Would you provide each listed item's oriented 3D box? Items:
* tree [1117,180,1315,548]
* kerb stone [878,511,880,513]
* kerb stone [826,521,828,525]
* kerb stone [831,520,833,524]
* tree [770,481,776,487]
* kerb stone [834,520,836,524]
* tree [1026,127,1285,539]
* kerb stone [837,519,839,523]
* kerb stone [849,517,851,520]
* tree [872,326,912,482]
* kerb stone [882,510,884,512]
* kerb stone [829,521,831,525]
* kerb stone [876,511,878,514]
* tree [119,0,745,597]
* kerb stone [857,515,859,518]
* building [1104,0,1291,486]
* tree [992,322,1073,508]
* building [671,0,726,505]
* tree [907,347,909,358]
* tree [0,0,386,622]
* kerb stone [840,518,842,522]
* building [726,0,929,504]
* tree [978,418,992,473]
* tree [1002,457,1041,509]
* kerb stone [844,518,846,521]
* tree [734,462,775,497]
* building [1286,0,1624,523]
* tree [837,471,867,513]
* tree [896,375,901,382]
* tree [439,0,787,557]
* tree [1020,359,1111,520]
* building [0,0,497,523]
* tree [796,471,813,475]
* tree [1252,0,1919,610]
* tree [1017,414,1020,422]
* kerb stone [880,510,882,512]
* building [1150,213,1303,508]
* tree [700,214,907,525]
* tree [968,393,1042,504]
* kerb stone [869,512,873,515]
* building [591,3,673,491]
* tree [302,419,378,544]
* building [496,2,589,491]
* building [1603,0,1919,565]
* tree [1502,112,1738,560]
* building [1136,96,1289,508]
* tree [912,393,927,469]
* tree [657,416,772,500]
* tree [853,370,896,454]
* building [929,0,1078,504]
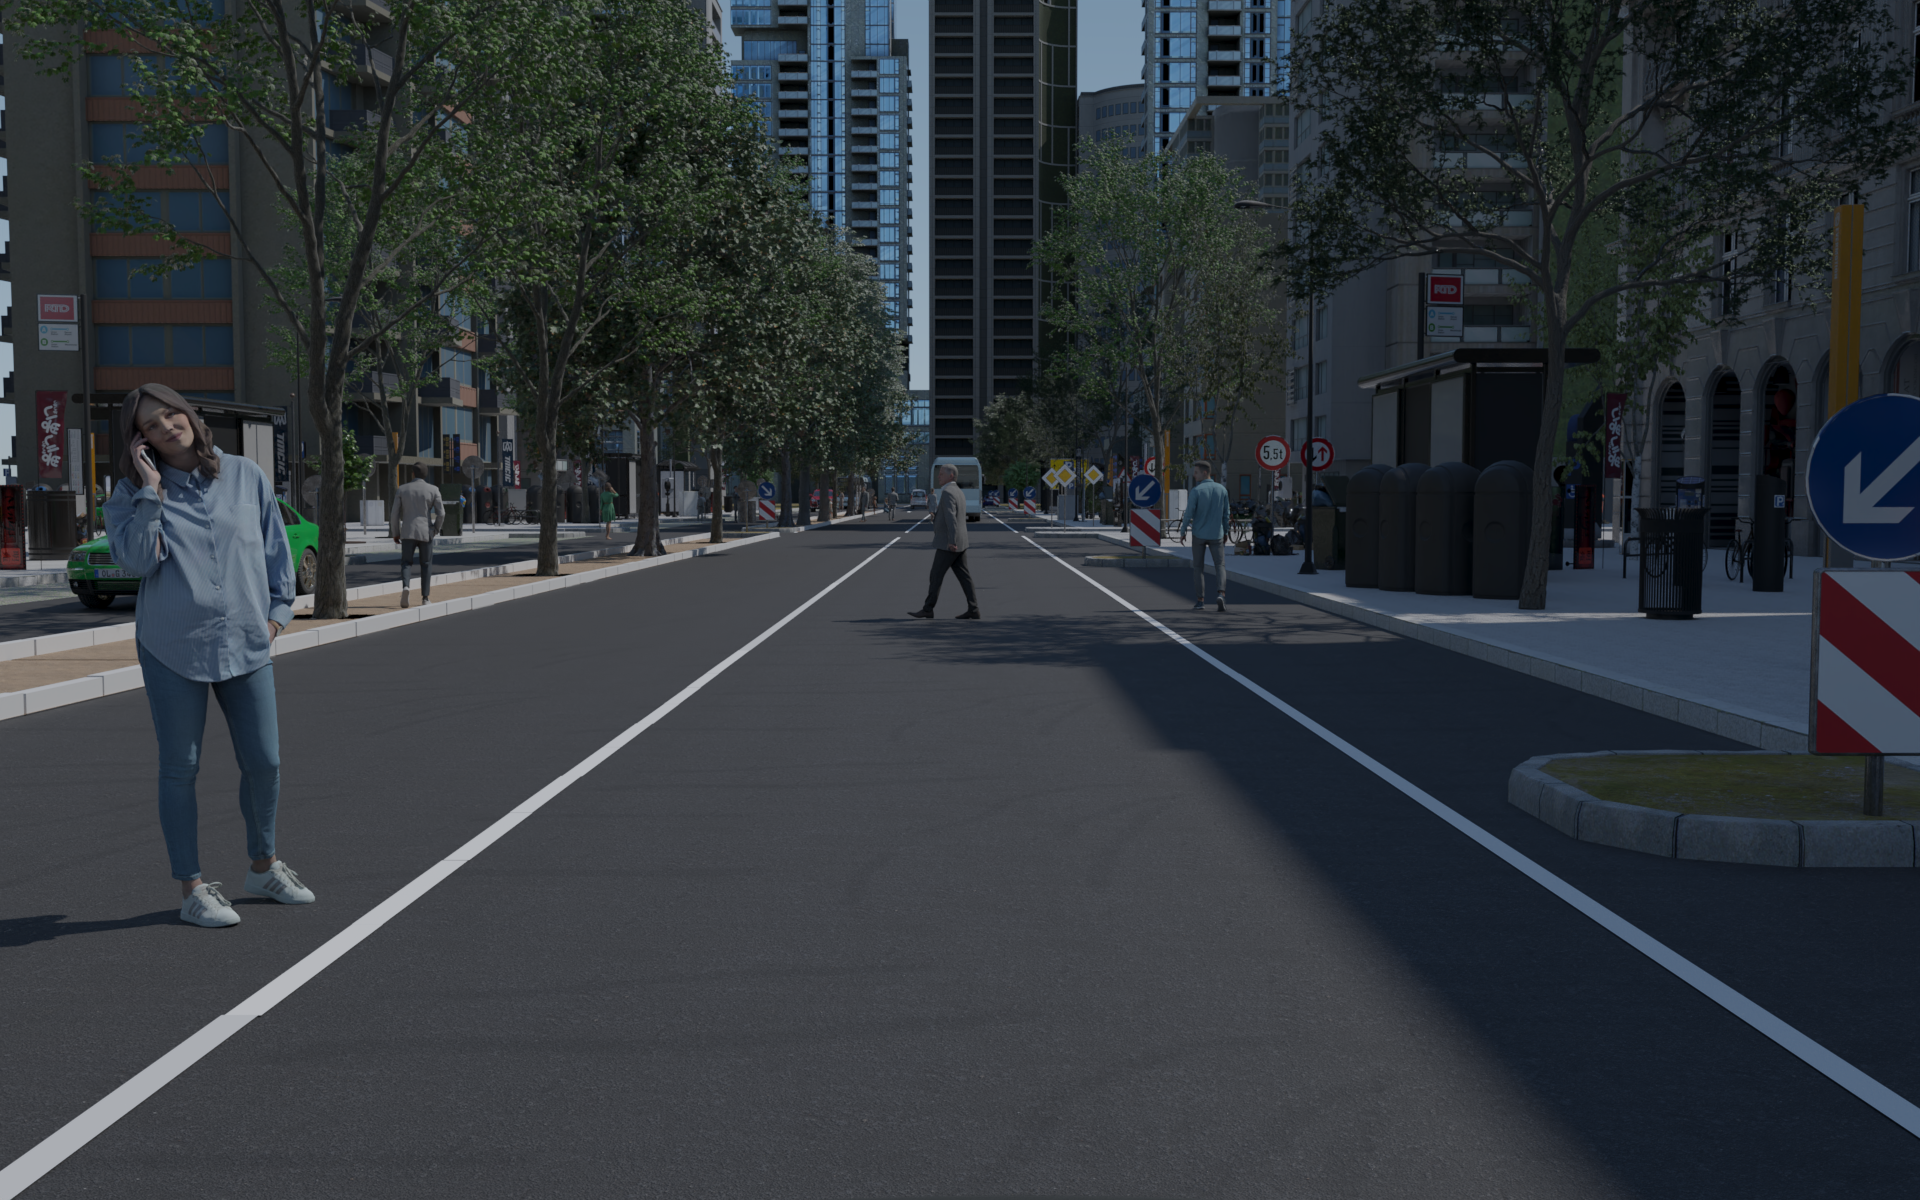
[{"bbox_3d":[6.362,-5.577,41.548,4.360,8.622,3.978,0,3,0],"label":"tree"},{"bbox_3d":[-6.206,-6.475,128.108,0.120,0.150,1.000,0,3,0],"label":"kerb stone"},{"bbox_3d":[-6.158,-3.398,77.861,0.120,0.150,1.000,0,3,0],"label":"kerb stone"},{"bbox_3d":[-6.169,-3.593,80.941,0.120,0.150,1.000,0,3,0],"label":"kerb stone"},{"bbox_3d":[-16.996,-9.526,150.349,1.663,3.219,1.824,0,3,0],"label":"tree"},{"bbox_3d":[-6.166,-3.718,82.988,0.120,0.150,1.000,0,3,0],"label":"kerb stone"},{"bbox_3d":[5.631,-7.570,49.527,9.928,11.665,9.643,0,3,0],"label":"tree"},{"bbox_3d":[-6.169,-3.844,85.045,0.120,0.150,1.000,0,3,0],"label":"kerb stone"},{"bbox_3d":[-6.177,-4.408,94.269,0.120,0.150,1.000,0,3,0],"label":"kerb stone"},{"bbox_3d":[-6.992,-9.172,69.425,9.611,12.733,9.660,0,3,0],"label":"tree"},{"bbox_3d":[-6.204,-6.850,134.268,0.120,0.150,1.000,0,3,0],"label":"kerb stone"},{"bbox_3d":[-6.166,-3.530,79.910,0.120,0.150,1.000,0,3,0],"label":"kerb stone"},{"bbox_3d":[-6.204,-6.290,125.034,0.120,0.150,1.000,0,3,0],"label":"kerb stone"},{"bbox_3d":[-7.057,-6.203,29.635,9.928,11.665,9.643,0,3,0],"label":"tree"},{"bbox_3d":[-6.185,-4.909,102.458,0.120,0.150,1.000,0,3,0],"label":"kerb stone"},{"bbox_3d":[28.295,-53.550,188.220,22.319,86.520,31.000,0,3,0],"label":"building"},{"bbox_3d":[6.174,-8.550,74.209,8.767,10.594,7.601,0,4,-4],"label":"tree"},{"bbox_3d":[-41.077,-39.884,194.107,28.212,58.520,21.231,0,3,0],"label":"building"},{"bbox_3d":[-7.063,-11.018,89.260,9.857,13.997,8.962,0,3,0],"label":"tree"},{"bbox_3d":[-7.115,-5.577,19.401,9.928,11.665,9.643,0,3,0],"label":"tree"},{"bbox_3d":[-6.174,-3.970,87.097,0.120,0.150,1.000,0,3,0],"label":"kerb stone"},{"bbox_3d":[-19.740,-56.967,244.074,31.000,86.520,22.319,0,3,0],"label":"building"},{"bbox_3d":[6.461,-12.051,131.446,8.767,10.594,7.601,1,4,20],"label":"tree"},{"bbox_3d":[5.621,-10.275,151.715,4.285,4.588,4.351,0,3,0],"label":"tree"},{"bbox_3d":[-6.176,-4.151,90.175,0.120,0.150,1.000,0,3,0],"label":"kerb stone"},{"bbox_3d":[-16.723,-9.632,141.199,4.285,4.588,4.351,0,3,0],"label":"tree"},{"bbox_3d":[23.701,-24.348,81.678,14.086,41.232,14.154,0,3,0],"label":"building"},{"bbox_3d":[-7.338,-10.398,122.826,4.360,8.622,3.978,0,3,0],"label":"tree"},{"bbox_3d":[-7.168,-10.487,99.680,9.928,11.665,9.643,0,3,0],"label":"tree"},{"bbox_3d":[-7.178,-7.352,39.676,9.611,12.733,9.660,0,3,0],"label":"tree"},{"bbox_3d":[5.905,-8.218,84.724,4.360,8.622,3.978,0,3,0],"label":"tree"},{"bbox_3d":[-35.874,-26.581,89.228,22.147,44.769,28.867,0,3,0],"label":"building"},{"bbox_3d":[-16.213,-15.184,182.664,8.767,10.594,7.601,1,4,9],"label":"tree"},{"bbox_3d":[6.661,-5.161,18.791,7.601,10.594,8.767,2,4,31],"label":"tree"},{"bbox_3d":[5.773,-9.278,102.052,4.360,8.622,3.978,0,3,0],"label":"tree"},{"bbox_3d":[-6.217,-6.729,132.217,0.120,0.150,1.000,0,3,0],"label":"kerb stone"},{"bbox_3d":[28.747,-16.890,121.198,27.650,21.520,28.899,0,3,0],"label":"building"},{"bbox_3d":[-7.201,-10.410,79.322,9.857,13.997,8.962,0,3,0],"label":"tree"},{"bbox_3d":[6.105,-18.739,213.044,9.857,13.997,8.962,0,3,0],"label":"tree"},{"bbox_3d":[-6.193,-5.851,117.852,0.120,0.150,1.000,0,3,0],"label":"kerb stone"},{"bbox_3d":[-37.649,-51.469,154.195,22.319,86.520,31.000,0,3,0],"label":"building"},{"bbox_3d":[-15.820,-3.070,44.793,1.663,3.219,1.824,0,3,0],"label":"tree"},{"bbox_3d":[-33.652,-26.616,118.759,14.154,41.232,14.086,0,3,0],"label":"building"},{"bbox_3d":[23.156,-11.739,33.731,13.314,21.916,24.055,0,3,0],"label":"building"},{"bbox_3d":[12.995,-5.086,33.521,4.737,8.622,4.395,0,3,0],"label":"tree"},{"bbox_3d":[32.767,-28.765,162.192,32.217,40.220,23.993,0,3,0],"label":"building"},{"bbox_3d":[-6.914,-11.623,109.498,9.611,12.733,9.660,0,3,0],"label":"tree"},{"bbox_3d":[-16.035,-10.821,111.333,7.601,10.594,8.767,1,4,9],"label":"tree"},{"bbox_3d":[-6.924,-7.422,49.560,9.928,11.665,9.643,0,3,0],"label":"tree"},{"bbox_3d":[6.066,-49.248,243.454,20.611,71.187,20.563,0,3,0],"label":"building"}]
